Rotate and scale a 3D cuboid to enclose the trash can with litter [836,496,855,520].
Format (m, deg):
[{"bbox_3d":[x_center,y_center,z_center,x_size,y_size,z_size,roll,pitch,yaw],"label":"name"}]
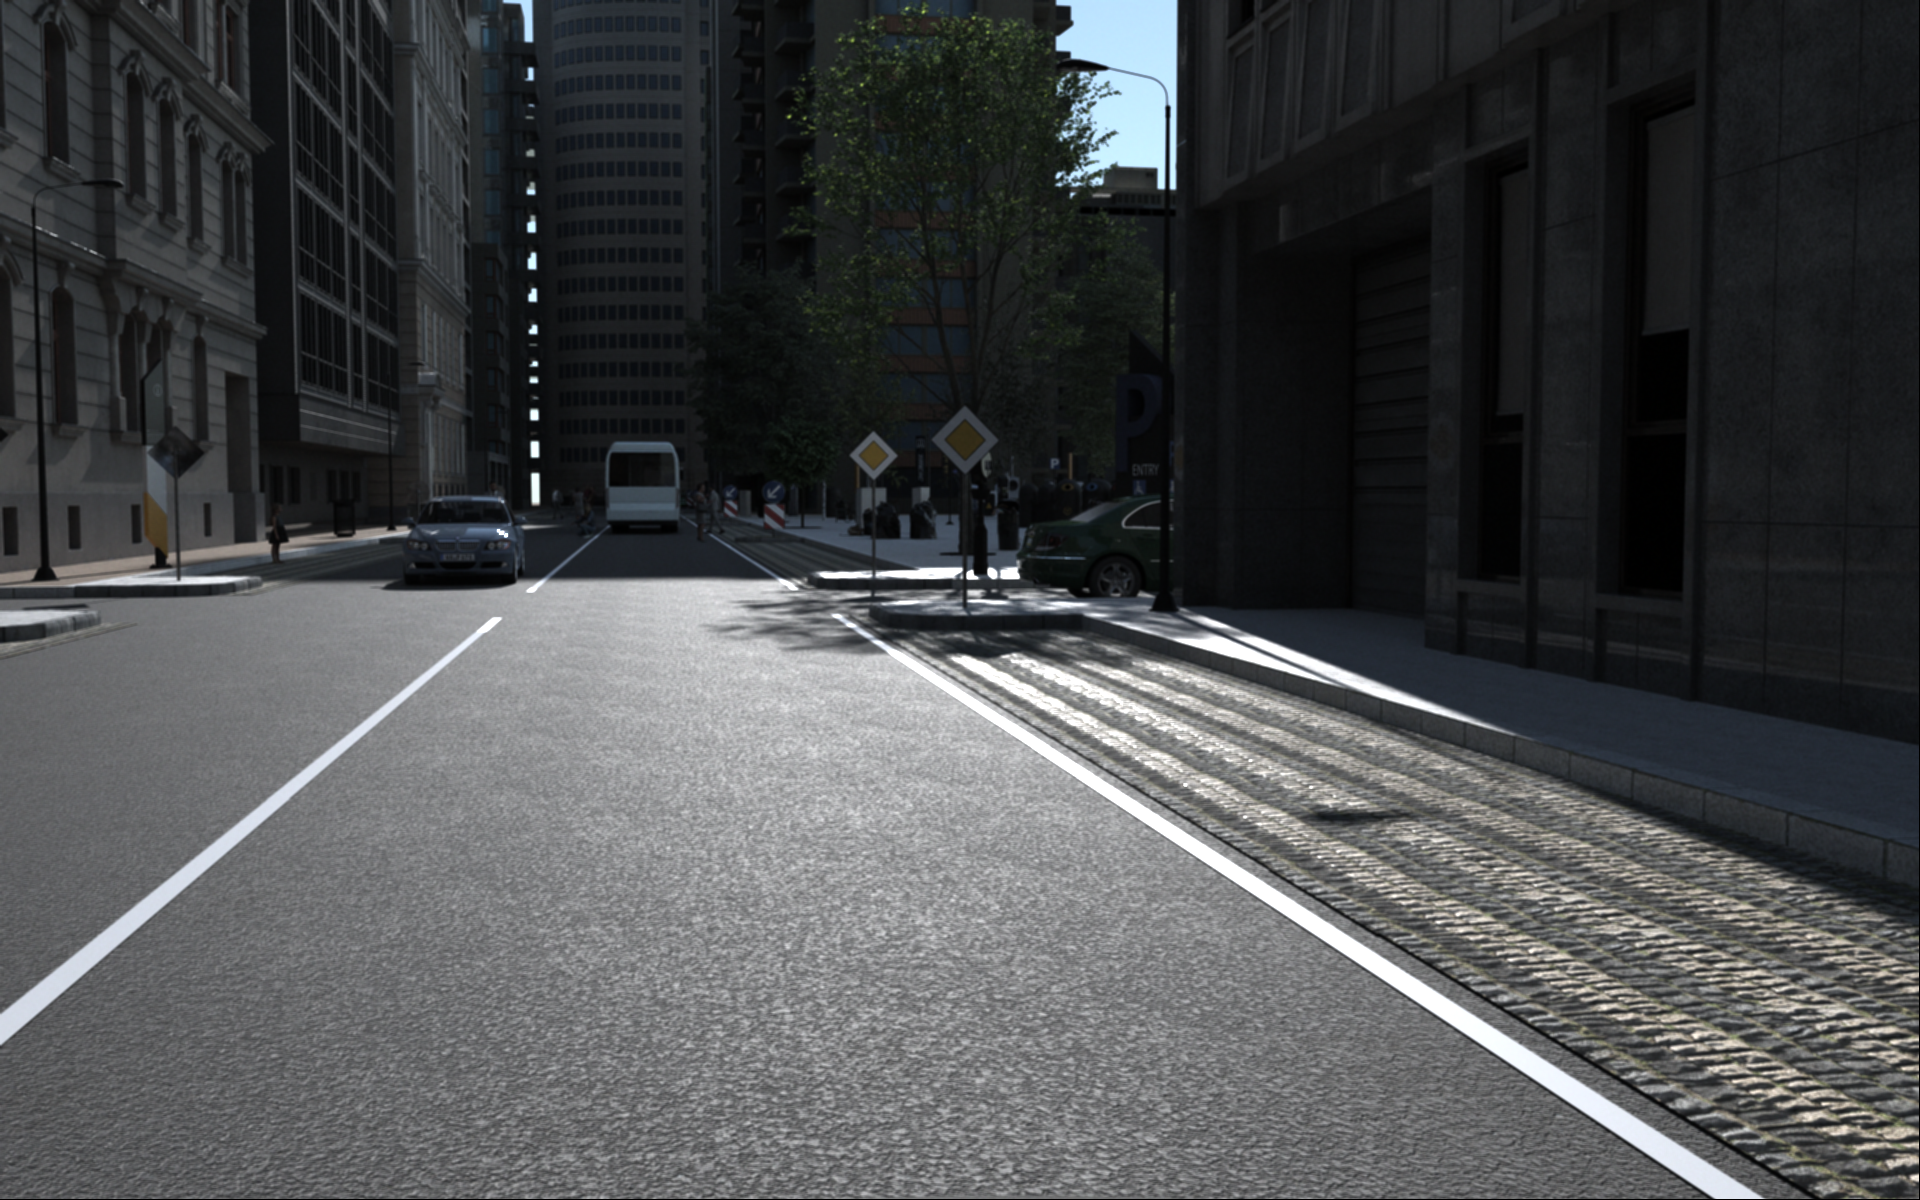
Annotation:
[{"bbox_3d":[-5.670,-4.596,86.540,1.055,1.170,0.624,1,4,15],"label":"trash can with litter"}]

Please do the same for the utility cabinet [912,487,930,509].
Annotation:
[{"bbox_3d":[-1.273,-2.891,55.952,0.318,1.500,1.173,1,4,13],"label":"utility cabinet"}]

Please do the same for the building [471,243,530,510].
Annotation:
[{"bbox_3d":[-47.966,-17.515,131.402,27.650,21.520,28.899,-1,4,-10],"label":"building"}]

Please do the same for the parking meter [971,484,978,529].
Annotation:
[{"bbox_3d":[0.336,-2.134,43.295,0.372,1.533,0.369,0,3,0],"label":"parking meter"}]

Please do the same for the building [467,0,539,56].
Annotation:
[{"bbox_3d":[-54.257,-32.974,158.740,30.456,49.044,23.786,-1,4,-10],"label":"building"}]

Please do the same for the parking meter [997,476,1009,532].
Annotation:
[{"bbox_3d":[1.373,-3.035,55.340,0.255,1.863,0.399,-1,4,-20],"label":"parking meter"}]

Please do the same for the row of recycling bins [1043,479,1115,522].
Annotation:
[{"bbox_3d":[4.128,-2.474,47.558,3.534,1.692,1.069,2,4,35],"label":"row of recycling bins"}]

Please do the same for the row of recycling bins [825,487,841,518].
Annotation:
[{"bbox_3d":[-7.144,-5.459,96.363,1.069,1.692,3.534,0,4,-5],"label":"row of recycling bins"}]

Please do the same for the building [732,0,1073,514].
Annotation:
[{"bbox_3d":[-4.565,-28.588,122.039,22.147,44.769,28.867,-1,4,-10],"label":"building"}]

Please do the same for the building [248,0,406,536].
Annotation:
[{"bbox_3d":[-27.645,-16.169,57.874,14.314,27.812,24.014,-1,4,-10],"label":"building"}]

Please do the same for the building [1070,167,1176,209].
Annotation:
[{"bbox_3d":[20.806,-31.596,208.481,23.993,40.220,32.217,-1,4,-10],"label":"building"}]

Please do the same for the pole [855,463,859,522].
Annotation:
[{"bbox_3d":[-4.706,-5.219,79.167,0.158,3.312,0.155,0,3,0],"label":"pole"}]

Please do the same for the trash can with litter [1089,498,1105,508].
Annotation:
[{"bbox_3d":[2.384,-1.391,33.807,1.678,1.210,2.233,3,4,39],"label":"trash can with litter"}]

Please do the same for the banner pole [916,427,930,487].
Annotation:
[{"bbox_3d":[-1.357,-4.599,65.214,0.863,3.779,0.401,3,4,37],"label":"banner pole"}]

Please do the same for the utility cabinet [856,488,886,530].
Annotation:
[{"bbox_3d":[-3.132,-3.194,60.907,1.173,1.500,0.318,-3,5,-45],"label":"utility cabinet"}]

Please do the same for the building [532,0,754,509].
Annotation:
[{"bbox_3d":[-32.694,-39.838,193.344,28.212,58.520,21.231,-1,4,-10],"label":"building"}]

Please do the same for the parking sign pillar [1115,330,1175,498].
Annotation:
[{"bbox_3d":[3.051,-2.411,27.887,1.447,3.967,1.447,-2,4,-31],"label":"parking sign pillar"}]

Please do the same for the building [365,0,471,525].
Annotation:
[{"bbox_3d":[-30.240,-17.973,79.758,13.634,28.700,20.117,-1,4,-10],"label":"building"}]

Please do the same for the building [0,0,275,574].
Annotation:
[{"bbox_3d":[-23.067,-15.102,34.306,14.401,28.519,23.554,-1,4,-10],"label":"building"}]

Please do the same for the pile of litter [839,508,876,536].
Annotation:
[{"bbox_3d":[-2.965,-2.429,53.675,1.719,0.858,1.176,-1,4,-19],"label":"pile of litter"}]

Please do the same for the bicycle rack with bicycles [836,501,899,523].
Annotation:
[{"bbox_3d":[-4.116,-3.939,77.777,2.852,0.926,2.925,2,4,34],"label":"bicycle rack with bicycles"}]

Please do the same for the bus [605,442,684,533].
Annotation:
[{"bbox_3d":[-12.245,-4.449,67.598,2.948,3.499,13.247,-1,4,-9],"label":"bus"}]

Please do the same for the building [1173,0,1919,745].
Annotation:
[{"bbox_3d":[10.142,-11.782,10.656,12.078,24.808,19.932,-1,4,-10],"label":"building"}]

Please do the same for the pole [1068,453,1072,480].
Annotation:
[{"bbox_3d":[5.438,-5.620,85.726,0.158,3.312,0.155,0,3,0],"label":"pole"}]

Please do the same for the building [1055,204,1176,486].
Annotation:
[{"bbox_3d":[15.693,-24.762,176.554,14.107,30.474,14.160,-1,4,-10],"label":"building"}]

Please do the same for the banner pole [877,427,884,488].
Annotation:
[{"bbox_3d":[-3.007,-4.603,65.276,0.401,3.779,0.863,-1,4,-19],"label":"banner pole"}]

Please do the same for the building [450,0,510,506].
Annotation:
[{"bbox_3d":[-38.988,-40.843,106.033,20.563,71.187,20.611,-1,4,-10],"label":"building"}]

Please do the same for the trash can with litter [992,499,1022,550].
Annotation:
[{"bbox_3d":[1.094,-1.742,39.868,0.624,1.170,1.055,0,4,8],"label":"trash can with litter"}]

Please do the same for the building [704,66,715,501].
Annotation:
[{"bbox_3d":[-17.960,-29.781,170.513,14.154,41.232,14.086,-1,4,-10],"label":"building"}]

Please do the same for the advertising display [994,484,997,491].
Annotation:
[{"bbox_3d":[2.156,-5.426,93.927,0.123,1.923,0.974,-2,4,-31],"label":"advertising display"}]

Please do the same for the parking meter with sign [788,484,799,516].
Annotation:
[{"bbox_3d":[-9.766,-6.449,101.696,0.543,3.016,1.738,0,4,4],"label":"parking meter with sign"}]

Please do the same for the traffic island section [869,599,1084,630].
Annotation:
[{"bbox_3d":[0.074,0.165,19.583,2.009,0.180,2.903,-1,4,-10],"label":"traffic island section"}]

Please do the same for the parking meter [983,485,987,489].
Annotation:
[{"bbox_3d":[1.338,-5.473,95.194,0.399,1.863,0.255,0,4,-5],"label":"parking meter"}]

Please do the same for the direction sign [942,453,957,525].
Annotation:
[{"bbox_3d":[-0.425,-4.940,72.769,0.379,3.537,0.876,3,5,45],"label":"direction sign"}]

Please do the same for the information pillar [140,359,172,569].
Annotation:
[{"bbox_3d":[-13.862,-2.352,29.812,0.183,3.616,0.504,1,4,14],"label":"information pillar"}]

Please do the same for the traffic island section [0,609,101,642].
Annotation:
[{"bbox_3d":[-10.154,0.277,17.750,2.009,0.180,2.903,-1,4,-10],"label":"traffic island section"}]

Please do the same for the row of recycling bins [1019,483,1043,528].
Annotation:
[{"bbox_3d":[3.800,-3.583,65.687,3.534,1.692,1.069,2,4,30],"label":"row of recycling bins"}]

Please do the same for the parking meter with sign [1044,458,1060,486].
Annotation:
[{"bbox_3d":[4.415,-5.390,84.384,0.543,3.016,1.738,-1,4,-10],"label":"parking meter with sign"}]

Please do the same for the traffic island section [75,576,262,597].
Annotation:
[{"bbox_3d":[-11.571,-0.204,25.609,2.009,0.180,2.903,-1,4,-10],"label":"traffic island section"}]

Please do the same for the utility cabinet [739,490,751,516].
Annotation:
[{"bbox_3d":[-12.176,-5.478,98.237,0.318,1.500,1.173,-2,4,-26],"label":"utility cabinet"}]

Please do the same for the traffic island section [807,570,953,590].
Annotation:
[{"bbox_3d":[-1.343,-0.316,27.442,2.009,0.180,2.903,-1,4,-10],"label":"traffic island section"}]

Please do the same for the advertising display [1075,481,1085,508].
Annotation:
[{"bbox_3d":[5.573,-4.838,84.312,0.974,1.923,0.123,1,4,14],"label":"advertising display"}]
